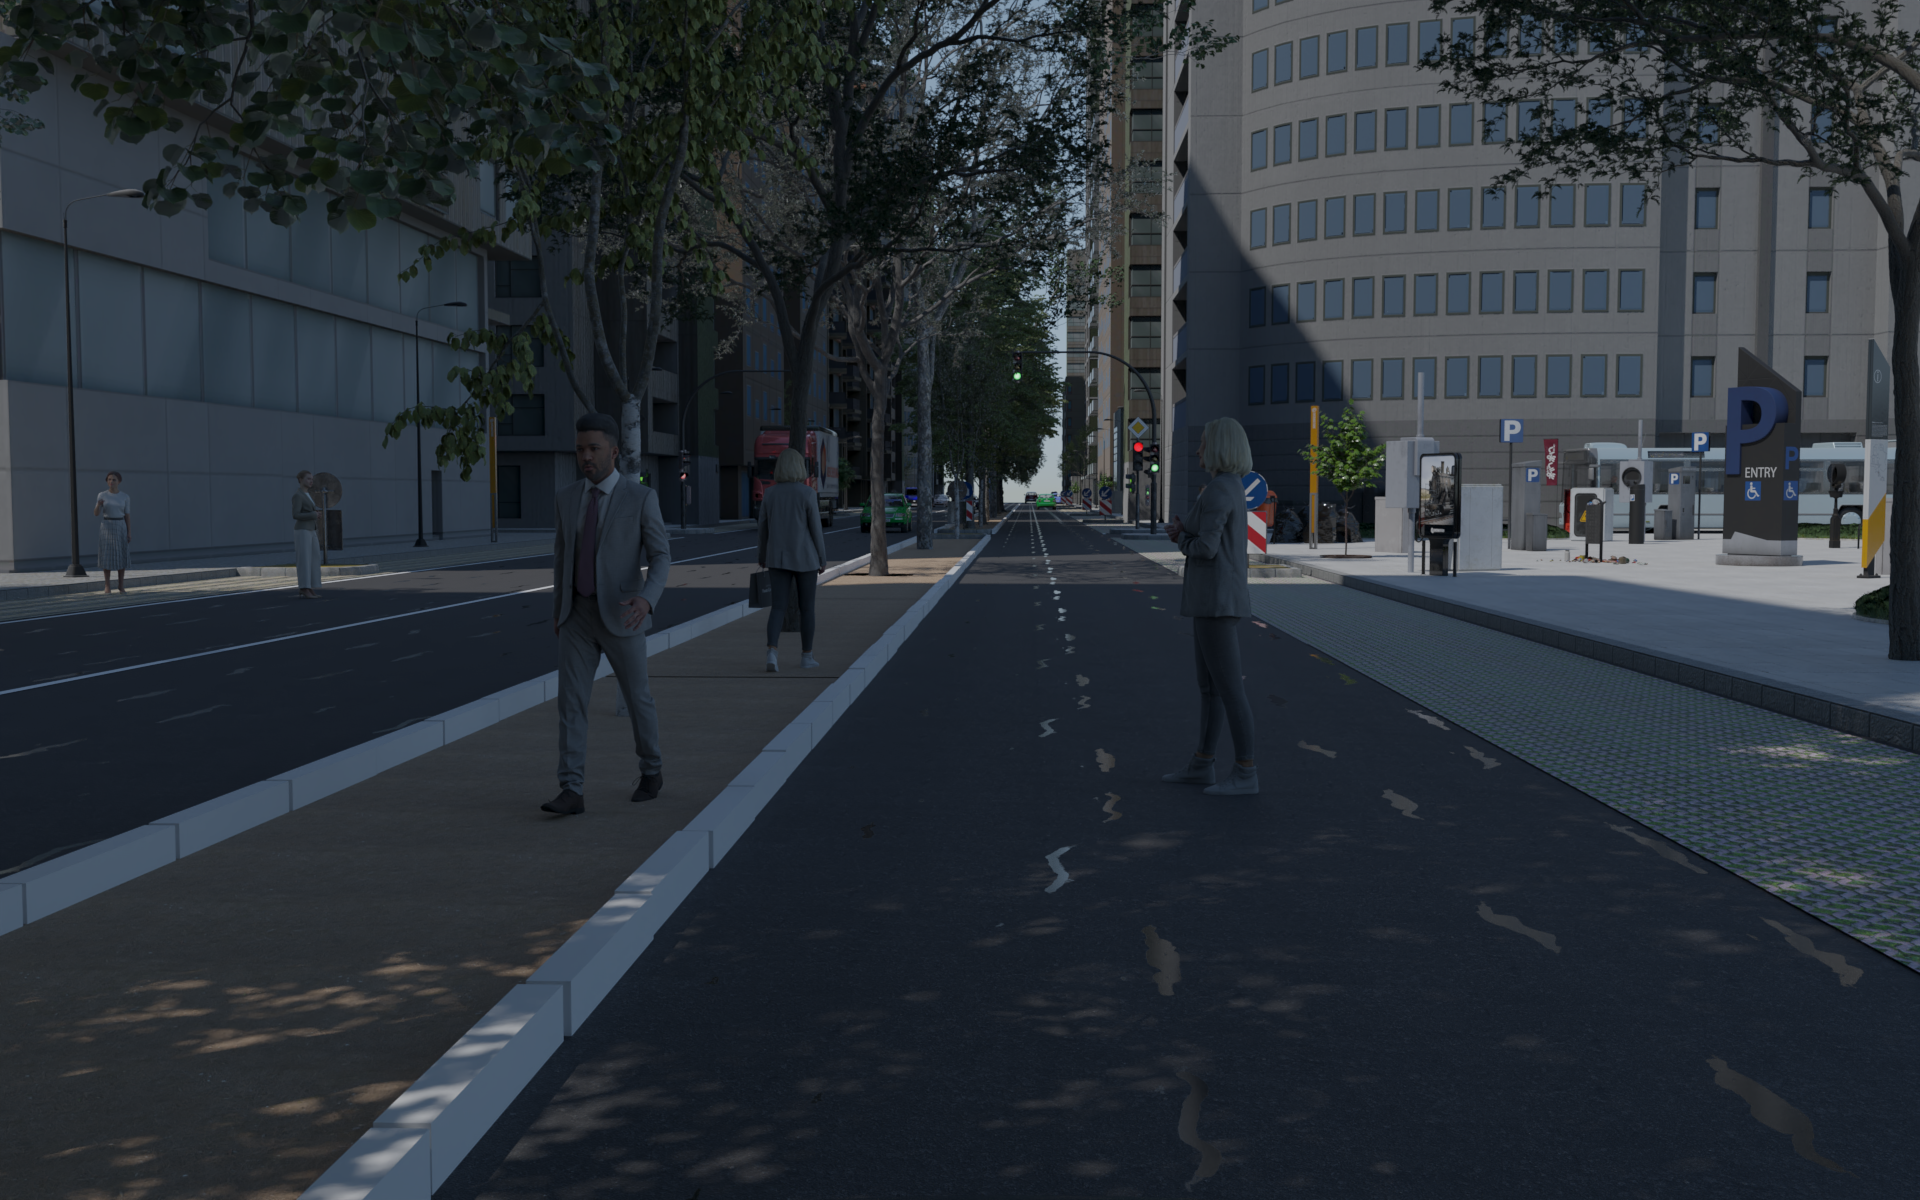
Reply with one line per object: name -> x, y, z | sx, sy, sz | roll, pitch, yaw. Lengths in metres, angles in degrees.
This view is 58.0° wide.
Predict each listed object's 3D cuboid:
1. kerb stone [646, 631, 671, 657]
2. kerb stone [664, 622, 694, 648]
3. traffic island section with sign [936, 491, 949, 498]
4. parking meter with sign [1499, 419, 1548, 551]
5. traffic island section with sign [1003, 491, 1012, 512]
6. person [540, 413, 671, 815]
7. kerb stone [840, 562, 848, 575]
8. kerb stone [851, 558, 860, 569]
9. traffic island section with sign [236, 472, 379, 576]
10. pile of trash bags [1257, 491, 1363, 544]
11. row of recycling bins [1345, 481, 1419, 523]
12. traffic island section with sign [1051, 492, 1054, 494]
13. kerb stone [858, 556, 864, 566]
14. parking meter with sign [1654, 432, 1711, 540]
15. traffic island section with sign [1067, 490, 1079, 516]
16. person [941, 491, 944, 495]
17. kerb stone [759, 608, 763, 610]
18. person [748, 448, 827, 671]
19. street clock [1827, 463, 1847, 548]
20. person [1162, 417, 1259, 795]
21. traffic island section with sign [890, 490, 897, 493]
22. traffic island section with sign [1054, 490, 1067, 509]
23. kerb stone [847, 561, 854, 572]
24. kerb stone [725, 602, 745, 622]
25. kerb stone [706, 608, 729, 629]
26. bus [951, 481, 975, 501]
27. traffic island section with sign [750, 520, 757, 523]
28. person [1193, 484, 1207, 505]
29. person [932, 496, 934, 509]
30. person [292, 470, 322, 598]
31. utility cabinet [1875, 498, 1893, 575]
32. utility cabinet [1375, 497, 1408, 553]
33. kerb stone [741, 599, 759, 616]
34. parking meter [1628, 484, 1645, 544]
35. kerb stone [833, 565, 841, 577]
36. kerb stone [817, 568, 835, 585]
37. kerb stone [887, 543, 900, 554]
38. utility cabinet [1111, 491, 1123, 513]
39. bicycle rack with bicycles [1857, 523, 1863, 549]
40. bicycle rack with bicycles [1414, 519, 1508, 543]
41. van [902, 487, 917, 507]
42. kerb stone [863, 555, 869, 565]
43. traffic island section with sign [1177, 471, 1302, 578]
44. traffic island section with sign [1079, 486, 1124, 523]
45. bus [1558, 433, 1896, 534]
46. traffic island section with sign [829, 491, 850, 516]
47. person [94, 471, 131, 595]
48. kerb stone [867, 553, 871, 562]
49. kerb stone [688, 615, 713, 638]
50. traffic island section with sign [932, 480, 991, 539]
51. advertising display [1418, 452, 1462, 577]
kerb stone -> -2.768, 0.415, 15.459 | 0.120, 0.150, 1.000 | 0, 4, 2
kerb stone -> -2.718, 0.349, 16.486 | 0.120, 0.150, 1.000 | 0, 4, 2
traffic island section with sign -> -2.951, -14.515, 245.945 | 1.989, 1.847, 2.006 | 0, 4, 2
parking meter with sign -> 12.883, -2.642, 39.458 | 0.543, 3.016, 1.738 | 0, 4, -6
traffic island section with sign -> 3.157, -7.948, 138.086 | 2.006, 1.907, 1.989 | 0, 4, 2
person -> -1.592, 0.058, 7.829 | 0.678, 1.792, 0.850 | 1, 4, 15
kerb stone -> -2.147, -0.528, 30.823 | 0.120, 0.150, 1.000 | 0, 4, 2
kerb stone -> -2.064, -0.653, 32.866 | 0.120, 0.150, 1.000 | 0, 4, 2
traffic island section with sign -> -11.509, -1.359, 30.854 | 1.989, 1.847, 2.006 | 0, 4, 2
pile of trash bags -> 8.914, -2.175, 45.309 | 3.447, 1.369, 1.912 | -3, 5, -42
row of recycling bins -> 13.340, -2.851, 53.720 | 1.069, 1.692, 3.534 | -2, 4, -34
traffic island section with sign -> 11.204, -11.094, 190.020 | 1.989, 1.847, 2.006 | 0, 4, 2
kerb stone -> -2.027, -0.715, 33.888 | 0.120, 0.150, 1.000 | 0, 4, 2
parking meter with sign -> 20.176, -3.193, 48.470 | 1.738, 3.016, 0.543 | -2, 4, -31
traffic island section with sign -> 8.143, -6.379, 112.925 | 1.989, 1.847, 2.006 | 0, 4, 2
person -> -2.531, -14.638, 247.906 | 1.350, 1.814, 0.705 | 1, 4, 22
kerb stone -> -2.512, 0.040, 21.606 | 0.120, 0.150, 1.000 | 0, 4, 2
person -> -1.444, -0.328, 14.047 | 0.709, 1.800, 0.728 | 1, 4, 18
street clock -> 20.732, -2.228, 40.995 | 0.358, 2.002, 0.471 | 0, 4, -1
person -> 1.179, 0.022, 8.328 | 0.526, 1.800, 0.537 | 1, 4, 23
traffic island section with sign -> -6.220, -9.486, 163.724 | 1.989, 1.847, 2.006 | 0, 4, 2
traffic island section with sign -> 10.099, -9.393, 162.198 | 1.989, 1.847, 2.006 | 0, 4, 2
kerb stone -> -2.104, -0.585, 31.845 | 0.120, 0.150, 1.000 | 0, 4, 2
kerb stone -> -2.603, 0.161, 19.560 | 0.120, 0.150, 1.000 | 0, 4, 2
kerb stone -> -2.640, 0.224, 18.530 | 0.120, 0.150, 1.000 | 0, 4, 2
bus -> 0.406, -14.886, 238.241 | 2.948, 3.499, 13.247 | 0, 4, 4
traffic island section with sign -> -9.313, -4.730, 85.967 | 1.989, 1.847, 2.006 | 0, 4, 2
person -> 6.351, -2.190, 45.307 | 0.522, 1.701, 0.512 | 2, 4, 24
person -> -2.655, -9.166, 161.547 | 0.628, 1.438, 0.799 | -3, 5, -43
person -> -8.935, -0.899, 23.755 | 0.362, 1.759, 0.519 | 0, 4, -1
utility cabinet -> 15.145, -1.001, 27.521 | 1.020, 1.237, 0.306 | 0, 4, 8
utility cabinet -> 9.523, -1.642, 38.008 | 0.306, 1.237, 1.020 | -1, 4, -21
kerb stone -> -2.552, 0.099, 20.584 | 0.120, 0.150, 1.000 | 0, 4, 2
parking meter -> 17.355, -2.201, 44.403 | 0.372, 1.533, 0.369 | 0, 3, 0
kerb stone -> -2.197, -0.461, 29.800 | 0.120, 0.150, 1.000 | 0, 4, 2
kerb stone -> -2.231, -0.399, 28.778 | 0.120, 0.150, 1.000 | 0, 4, 2
kerb stone -> -1.658, -1.278, 43.096 | 0.120, 0.150, 1.000 | 0, 4, 2
utility cabinet -> 10.364, -6.452, 114.166 | 0.318, 1.500, 1.173 | 3, 4, 38
bicycle rack with bicycles -> 22.216, -1.636, 40.131 | 2.852, 0.926, 2.925 | -1, 4, -15
bicycle rack with bicycles -> 13.236, -2.002, 46.115 | 2.925, 0.926, 2.852 | -2, 4, -26
van -> -3.872, -9.014, 151.759 | 2.240, 2.365, 5.245 | 0, 4, 1
kerb stone -> -1.984, -0.773, 34.909 | 0.120, 0.150, 1.000 | 0, 4, 2
traffic island section with sign -> 4.862, -1.334, 30.436 | 1.989, 1.847, 2.006 | 0, 4, 2
traffic island section with sign -> 7.069, -4.722, 85.830 | 1.989, 1.847, 2.006 | 0, 4, 2
bus -> 26.494, -3.910, 58.781 | 13.247, 3.499, 2.948 | 0, 4, 1
traffic island section with sign -> -8.226, -6.394, 113.172 | 1.989, 1.847, 2.006 | 0, 4, 2
person -> -11.958, -0.942, 24.473 | 0.480, 1.755, 0.524 | -3, 4, -37
kerb stone -> -1.951, -0.835, 35.932 | 0.120, 0.150, 1.000 | 0, 4, 2
kerb stone -> -2.677, 0.287, 17.507 | 0.120, 0.150, 1.000 | 0, 4, 2
traffic island section with sign -> -0.124, -2.903, 55.605 | 2.006, 1.907, 1.989 | 0, 4, 2
advertising display -> 7.529, -1.344, 27.186 | 0.123, 1.923, 0.974 | -1, 4, -19
